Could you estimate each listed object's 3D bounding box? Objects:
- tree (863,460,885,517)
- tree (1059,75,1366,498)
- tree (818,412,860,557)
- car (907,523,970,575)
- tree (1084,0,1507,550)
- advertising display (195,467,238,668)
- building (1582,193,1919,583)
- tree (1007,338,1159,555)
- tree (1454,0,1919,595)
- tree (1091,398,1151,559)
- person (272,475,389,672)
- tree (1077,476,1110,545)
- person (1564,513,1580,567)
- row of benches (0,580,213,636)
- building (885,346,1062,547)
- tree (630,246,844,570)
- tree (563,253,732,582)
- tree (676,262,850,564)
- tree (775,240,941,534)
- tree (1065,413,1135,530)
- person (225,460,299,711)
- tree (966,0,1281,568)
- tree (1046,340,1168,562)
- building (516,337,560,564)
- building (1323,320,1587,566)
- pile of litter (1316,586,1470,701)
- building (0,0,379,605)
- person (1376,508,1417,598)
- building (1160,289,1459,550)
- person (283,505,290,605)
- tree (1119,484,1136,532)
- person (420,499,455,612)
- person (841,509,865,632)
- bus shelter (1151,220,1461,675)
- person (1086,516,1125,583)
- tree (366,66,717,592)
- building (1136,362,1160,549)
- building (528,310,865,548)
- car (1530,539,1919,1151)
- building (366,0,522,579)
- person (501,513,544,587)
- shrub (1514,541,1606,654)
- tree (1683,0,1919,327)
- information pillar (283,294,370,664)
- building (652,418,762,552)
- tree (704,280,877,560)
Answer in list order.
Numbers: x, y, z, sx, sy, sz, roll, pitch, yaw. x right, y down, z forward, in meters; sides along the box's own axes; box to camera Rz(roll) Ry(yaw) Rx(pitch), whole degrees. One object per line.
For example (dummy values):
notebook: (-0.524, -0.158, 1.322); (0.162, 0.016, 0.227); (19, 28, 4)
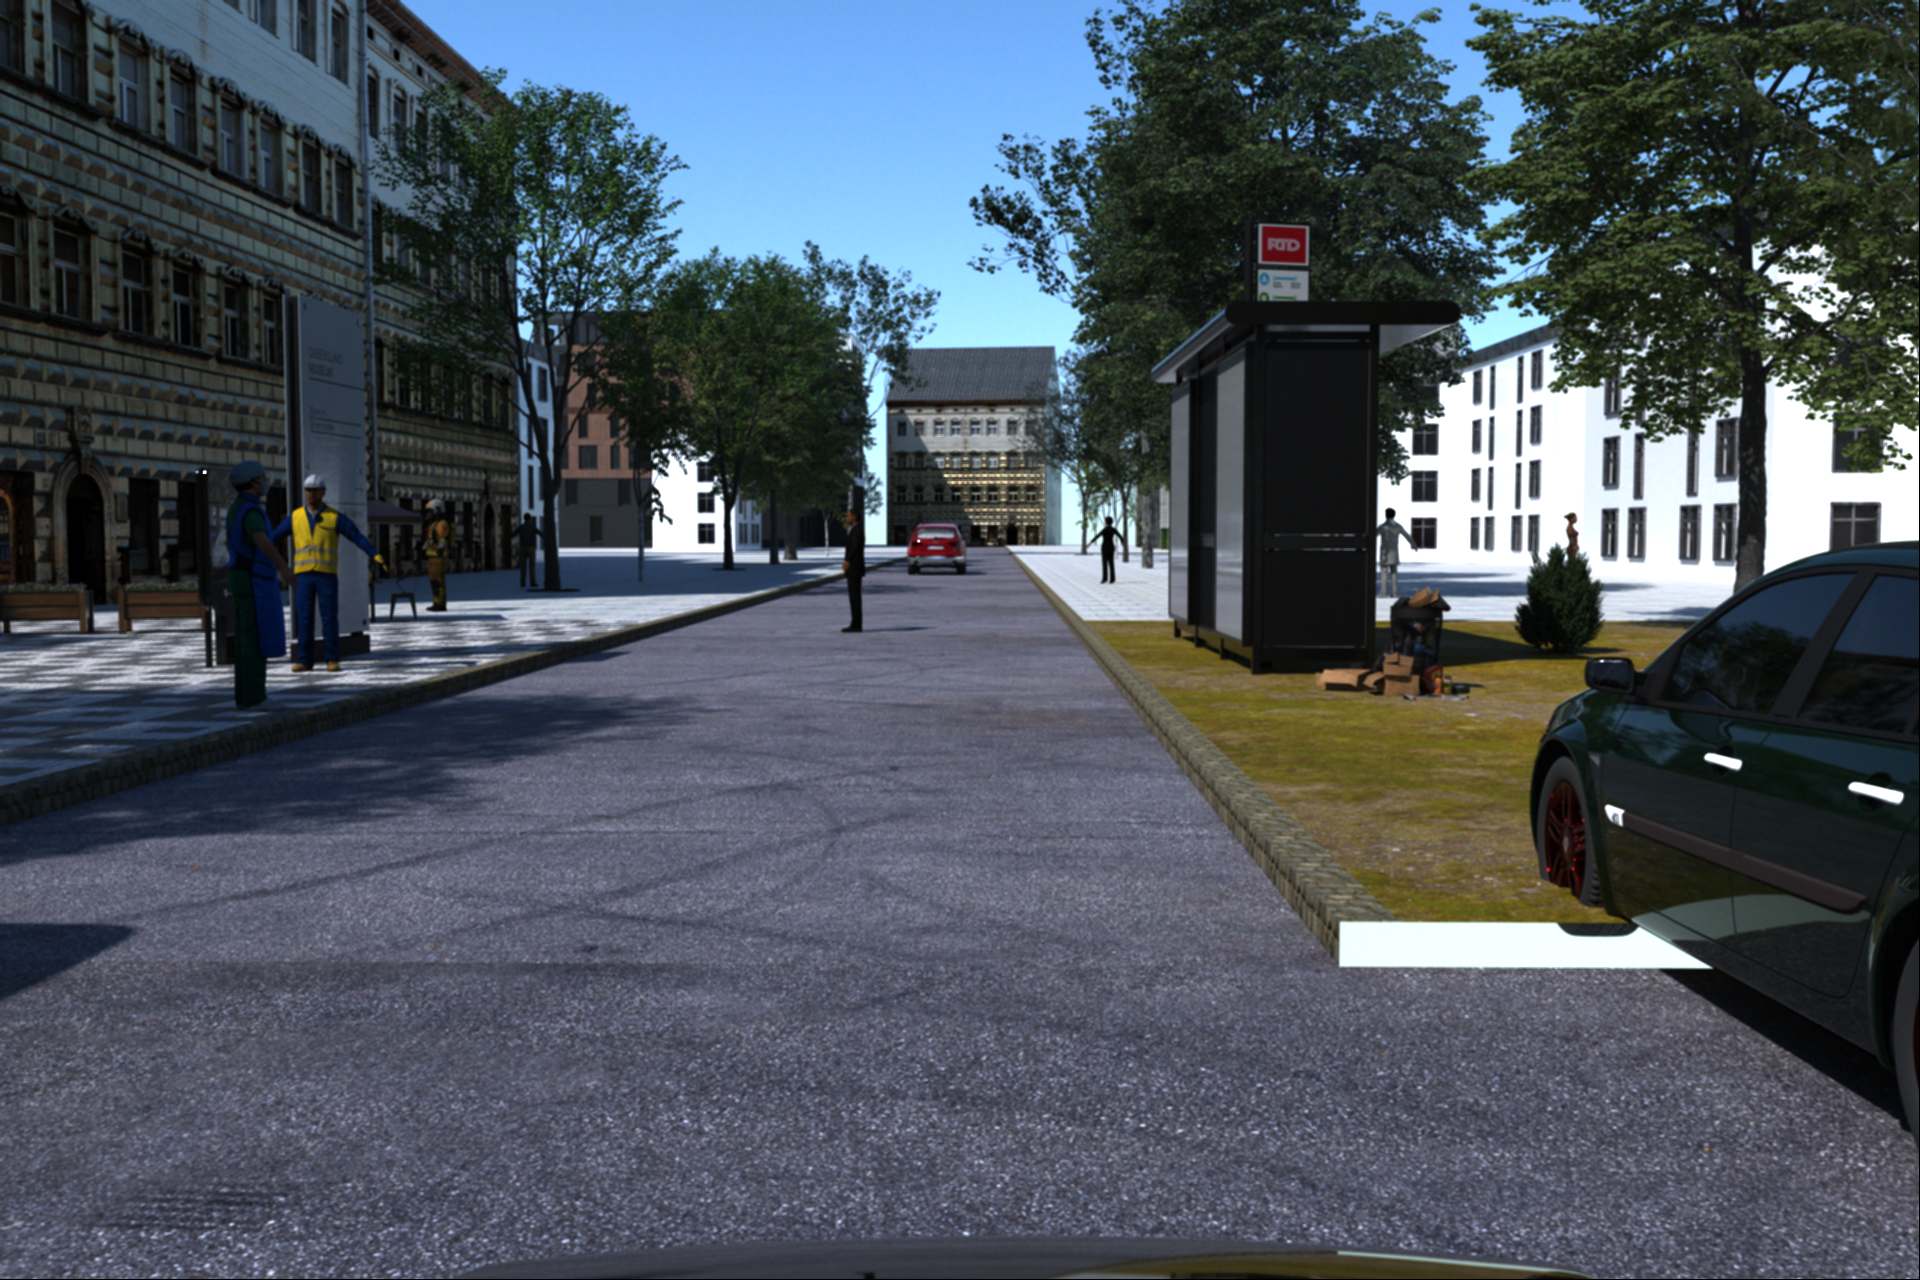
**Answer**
tree: (-11.993, -16.129, 198.123); (7.601, 10.594, 8.767); (0, 4, 5)
tree: (7.221, -8.630, 47.758); (9.857, 13.997, 8.962); (0, 3, 0)
tree: (-7.508, -8.998, 97.479); (4.737, 8.622, 4.395); (0, 3, 0)
car: (-0.803, -3.296, 62.569); (2.281, 1.827, 5.304); (0, 4, 1)
tree: (7.003, -7.913, 36.027); (9.857, 13.997, 8.962); (0, 3, 0)
advertising display: (-7.205, -0.723, 17.033); (0.123, 1.923, 0.974); (0, 4, 3)
building: (24.520, -6.144, 42.596); (9.099, 9.664, 28.070); (0, 4, 1)
tree: (7.652, -11.917, 105.215); (12.009, 13.543, 11.850); (0, 3, 0)
tree: (9.924, -6.375, 22.350); (7.486, 12.596, 7.792); (0, 3, 0)
tree: (7.722, -8.386, 87.466); (4.360, 8.622, 3.978); (0, 3, 0)
person: (-6.017, -0.625, 16.180); (1.349, 1.833, 0.705); (0, 4, -7)
tree: (16.118, -15.431, 202.663); (4.360, 8.622, 3.978); (0, 3, 0)
person: (12.916, -1.807, 36.344); (0.721, 1.733, 1.217); (1, 4, 21)
row of benches: (-11.706, -0.419, 22.319); (4.104, 0.672, 1.422); (-1, 4, -18)
building: (2.038, -22.583, 202.623); (18.063, 23.208, 19.493); (1, 4, 9)
tree: (-8.142, -8.299, 61.448); (9.928, 11.665, 9.643); (0, 3, 0)
tree: (-8.309, -5.866, 46.270); (4.737, 8.622, 4.395); (0, 3, 0)
tree: (-8.228, -9.457, 72.756); (7.486, 12.596, 7.792); (0, 3, 0)
tree: (-7.458, -15.641, 111.620); (12.611, 20.169, 13.585); (0, 3, 0)
tree: (7.955, -8.855, 95.136); (4.737, 8.622, 4.395); (0, 3, 0)
person: (-5.137, -0.399, 12.644); (0.704, 1.817, 1.347); (-3, 4, -37)
tree: (5.825, -12.692, 63.397); (12.611, 20.169, 13.585); (0, 3, 0)
tree: (7.687, -8.809, 78.446); (8.767, 10.594, 7.601); (2, 4, 27)
building: (-23.197, -8.488, 80.919); (9.099, 9.664, 28.070); (0, 4, 1)
building: (24.413, -8.559, 82.091); (9.099, 9.664, 28.070); (0, 4, 1)
pile of litter: (3.526, -0.012, 14.157); (1.176, 0.858, 1.719); (0, 4, 2)
building: (-24.566, -12.511, 35.476); (19.493, 23.208, 18.063); (0, 4, 1)
person: (8.614, -1.750, 34.806); (1.347, 1.806, 0.705); (-1, 4, -14)
building: (24.846, -16.118, 129.979); (16.747, 18.905, 31.486); (0, 4, 2)
person: (-12.103, -1.555, 31.575); (0.704, 1.843, 1.345); (0, 4, -5)
tree: (20.985, -15.314, 200.746); (4.360, 8.622, 3.978); (0, 3, 0)
person: (-8.690, -1.403, 28.710); (0.705, 1.858, 1.354); (-2, 4, -29)
person: (-1.573, -1.022, 25.387); (0.704, 1.802, 1.346); (0, 4, 0)
bus shelter: (3.453, -2.585, 19.903); (2.179, 5.291, 8.768); (0, 3, 0)
person: (3.807, -2.342, 45.015); (1.216, 1.740, 0.721); (-2, 4, -32)
tree: (-9.163, -6.897, 38.516); (9.928, 11.665, 9.643); (0, 3, 0)
building: (26.351, -20.109, 159.718); (19.493, 23.208, 18.063); (0, 4, 1)
building: (-24.983, -20.232, 174.760); (27.936, 21.610, 32.646); (0, 4, 2)
car: (2.975, 0.296, 4.948); (2.009, 1.686, 4.222); (0, 4, 1)
building: (-25.537, -13.643, 53.993); (19.493, 23.208, 18.063); (0, 4, 1)
person: (-10.527, -2.198, 42.206); (1.348, 1.796, 0.705); (0, 4, 0)
shrub: (6.476, -0.465, 18.715); (1.383, 1.207, 1.383); (0, 3, 0)
tree: (8.165, -3.800, 12.497); (4.360, 8.622, 3.978); (0, 3, 0)
information pillar: (-6.501, -1.622, 17.828); (0.184, 3.620, 1.656); (0, 4, 2)
building: (-20.334, -12.036, 138.944); (9.099, 9.664, 28.070); (0, 4, 1)
tree: (-8.256, -10.872, 84.415); (9.857, 13.997, 8.962); (0, 3, 0)
